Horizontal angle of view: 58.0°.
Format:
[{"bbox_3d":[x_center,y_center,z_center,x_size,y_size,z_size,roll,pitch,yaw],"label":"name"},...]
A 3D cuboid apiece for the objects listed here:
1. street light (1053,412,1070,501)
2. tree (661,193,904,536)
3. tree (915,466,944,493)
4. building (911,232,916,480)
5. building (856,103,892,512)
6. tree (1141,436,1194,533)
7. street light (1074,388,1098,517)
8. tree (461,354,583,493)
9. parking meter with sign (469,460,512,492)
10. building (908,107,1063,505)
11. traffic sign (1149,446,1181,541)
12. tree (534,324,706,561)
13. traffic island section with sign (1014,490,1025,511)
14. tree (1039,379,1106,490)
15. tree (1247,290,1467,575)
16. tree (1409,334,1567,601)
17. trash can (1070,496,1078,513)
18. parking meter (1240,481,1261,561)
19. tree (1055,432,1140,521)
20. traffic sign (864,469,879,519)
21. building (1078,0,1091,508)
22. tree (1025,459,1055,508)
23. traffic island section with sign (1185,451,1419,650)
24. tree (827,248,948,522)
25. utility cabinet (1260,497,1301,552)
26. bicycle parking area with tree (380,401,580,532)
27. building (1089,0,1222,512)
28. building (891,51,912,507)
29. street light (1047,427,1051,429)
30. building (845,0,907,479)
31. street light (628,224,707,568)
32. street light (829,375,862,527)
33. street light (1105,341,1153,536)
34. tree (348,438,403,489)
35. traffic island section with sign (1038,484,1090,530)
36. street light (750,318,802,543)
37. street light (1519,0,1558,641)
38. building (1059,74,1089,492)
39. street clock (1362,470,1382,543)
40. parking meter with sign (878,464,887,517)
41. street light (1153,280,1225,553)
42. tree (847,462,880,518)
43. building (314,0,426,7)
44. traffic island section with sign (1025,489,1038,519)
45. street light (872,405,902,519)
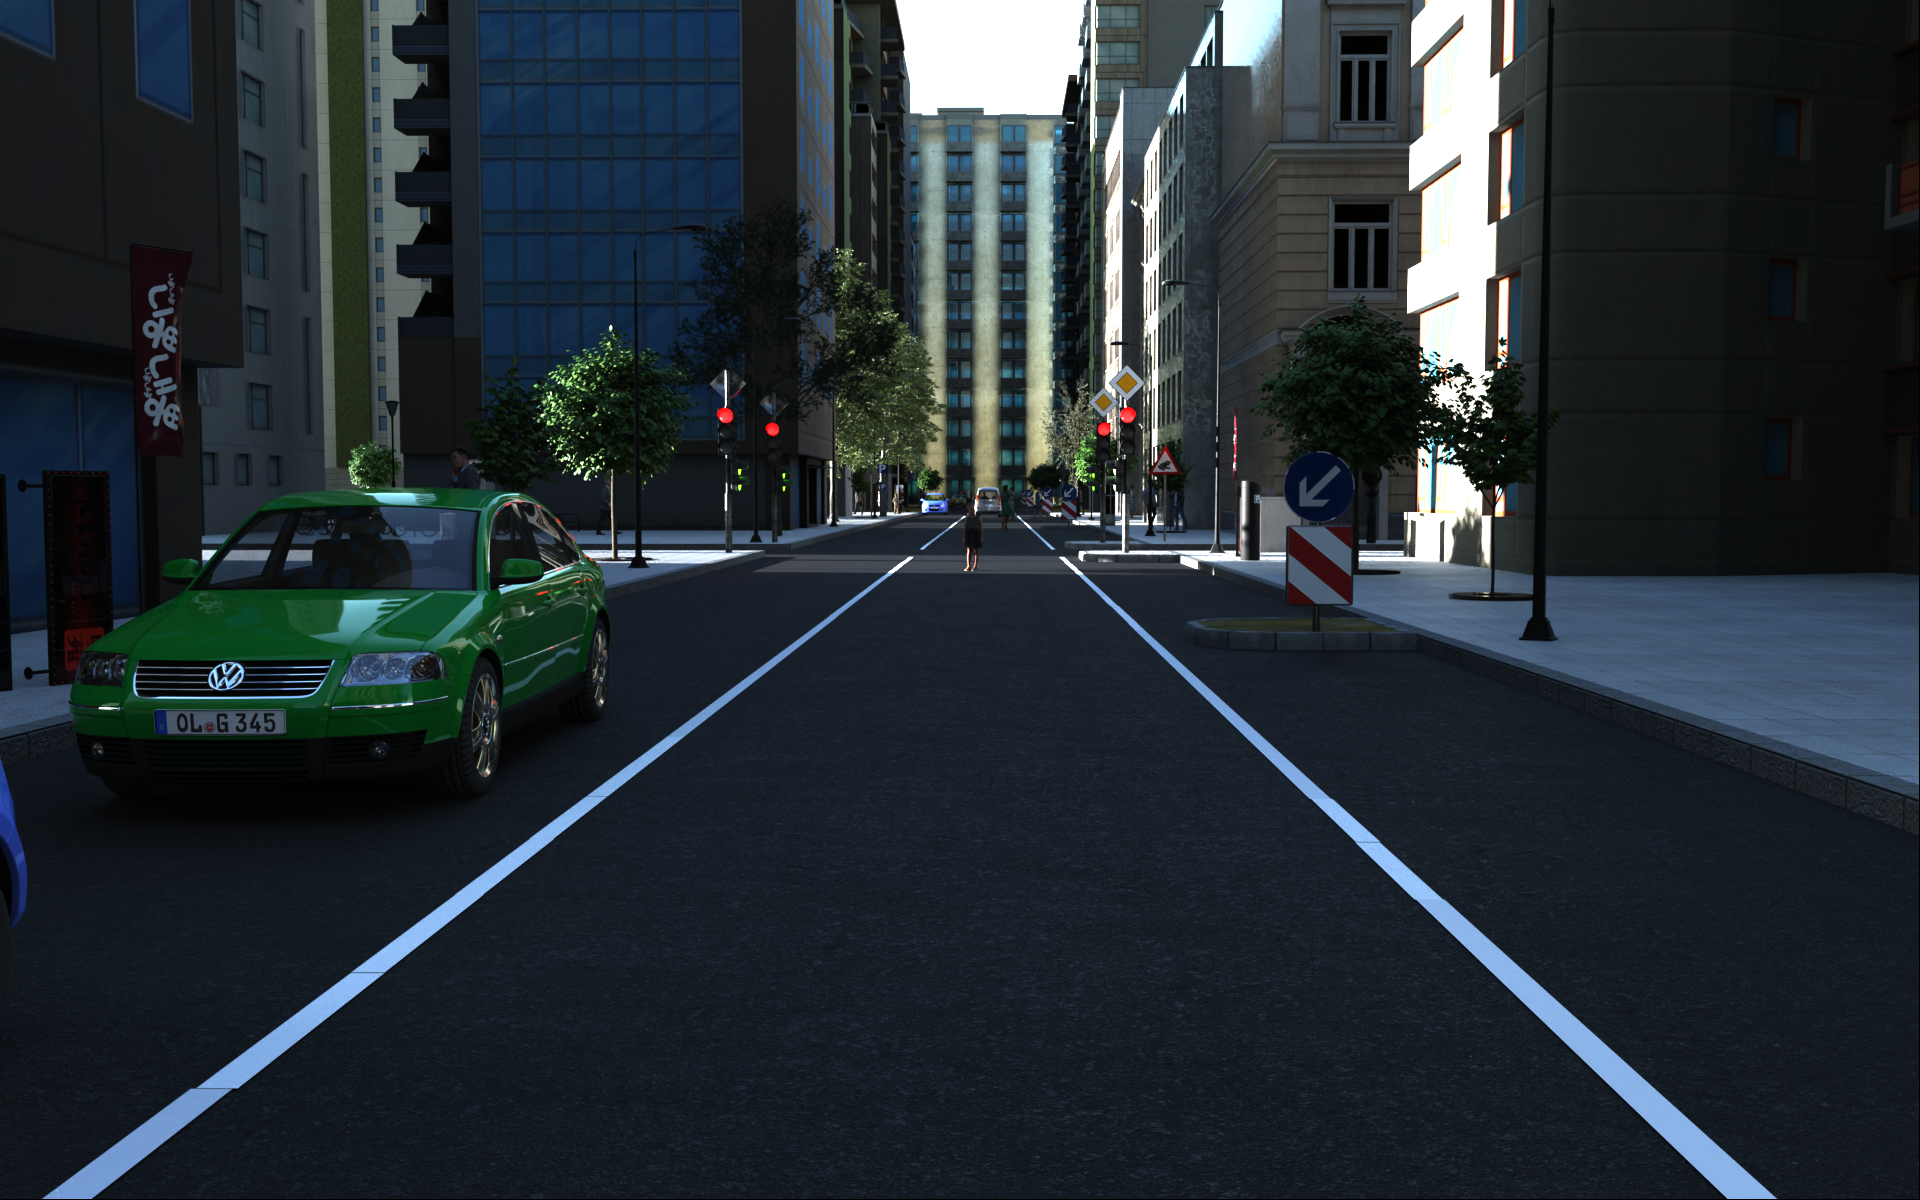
[{"bbox_3d":[6.185,-7.669,97.931,1.470,5.913,1.316,0,4,1],"label":"street light"},{"bbox_3d":[-5.436,-7.250,52.954,8.767,10.594,7.601,1,4,17],"label":"tree"},{"bbox_3d":[-3.442,-13.151,198.739,4.285,4.588,4.351,0,3,0],"label":"tree"},{"bbox_3d":[-11.876,-25.500,188.631,14.107,30.474,14.160,0,4,1],"label":"building"},{"bbox_3d":[-12.501,-21.819,128.438,14.160,30.474,14.107,0,4,1],"label":"building"},{"bbox_3d":[7.020,-3.855,57.628,1.663,3.219,1.824,0,3,0],"label":"tree"},{"bbox_3d":[5.857,-6.313,75.763,1.470,5.913,1.316,0,4,1],"label":"street light"},{"bbox_3d":[-6.069,-1.801,24.053,1.663,3.219,1.824,0,3,0],"label":"tree"},{"bbox_3d":[-10.782,-2.594,38.679,1.738,3.016,0.543,1,4,14],"label":"parking meter with sign"},{"bbox_3d":[0.051,-36.557,217.320,30.456,49.044,23.786,0,4,1],"label":"building"},{"bbox_3d":[5.553,-2.870,46.921,0.884,2.594,0.081,1,4,11],"label":"traffic sign"},{"bbox_3d":[-6.635,-3.052,33.617,4.285,4.588,4.351,0,3,0],"label":"tree"},{"bbox_3d":[5.809,-8.498,147.567,1.989,1.847,2.006,0,4,1],"label":"traffic island section with sign"},{"bbox_3d":[7.178,-9.774,110.164,4.360,8.622,3.978,0,3,0],"label":"tree"},{"bbox_3d":[6.379,-2.715,28.102,4.285,4.588,4.351,0,3,0],"label":"tree"},{"bbox_3d":[6.585,-1.617,21.038,1.663,3.219,1.824,0,3,0],"label":"tree"},{"bbox_3d":[6.791,-5.625,103.629,0.748,1.137,0.748,0,3,0],"label":"trash can"},{"bbox_3d":[5.618,-1.534,33.500,0.372,1.533,0.369,0,3,0],"label":"parking meter"},{"bbox_3d":[6.962,-6.065,82.869,4.285,4.588,4.351,0,3,0],"label":"tree"},{"bbox_3d":[-4.513,-5.391,88.242,0.768,2.556,0.104,1,4,9],"label":"traffic sign"},{"bbox_3d":[21.613,-32.435,149.916,23.786,49.044,30.456,0,4,1],"label":"building"},{"bbox_3d":[8.100,-10.906,162.021,4.285,4.588,4.351,0,3,0],"label":"tree"},{"bbox_3d":[3.235,-0.502,16.836,1.989,1.847,2.006,0,4,1],"label":"traffic island section with sign"},{"bbox_3d":[-6.074,-9.912,80.192,7.486,12.596,7.792,0,3,0],"label":"tree"},{"bbox_3d":[7.015,-1.658,38.276,1.020,1.237,0.306,-1,4,-17],"label":"utility cabinet"},{"bbox_3d":[-16.870,-4.212,55.862,9.016,4.147,8.231,2,4,29],"label":"bicycle parking area with tree"},{"bbox_3d":[16.563,-27.182,128.019,14.154,41.232,14.086,0,4,1],"label":"building"},{"bbox_3d":[-12.123,-31.927,172.116,14.600,45.320,14.200,0,4,1],"label":"building"},{"bbox_3d":[6.660,-9.025,120.095,1.470,5.913,1.316,0,4,1],"label":"street light"},{"bbox_3d":[-16.080,-30.330,150.520,22.147,44.769,28.867,0,4,1],"label":"building"},{"bbox_3d":[-5.047,-3.510,29.925,1.470,5.913,1.316,0,4,1],"label":"street light"},{"bbox_3d":[-4.422,-5.834,67.928,1.470,5.913,1.316,0,4,1],"label":"street light"},{"bbox_3d":[5.277,-4.910,52.817,1.470,5.913,1.316,0,4,1],"label":"street light"},{"bbox_3d":[-34.494,-7.239,102.074,4.285,4.588,4.351,0,3,0],"label":"tree"},{"bbox_3d":[4.303,-3.797,70.703,1.989,1.847,2.006,0,4,1],"label":"traffic island section with sign"},{"bbox_3d":[-4.873,-4.478,45.763,1.470,5.913,1.316,0,4,1],"label":"street light"},{"bbox_3d":[4.558,-2.603,15.104,1.470,5.913,1.316,0,4,1],"label":"street light"},{"bbox_3d":[21.669,-32.118,179.754,22.147,44.769,28.867,0,4,1],"label":"building"},{"bbox_3d":[10.701,-2.474,45.028,0.471,2.002,0.358,3,4,37],"label":"street clock"},{"bbox_3d":[-4.422,-6.283,98.994,0.543,3.016,1.738,0,4,-4],"label":"parking meter with sign"},{"bbox_3d":[5.082,-3.985,37.694,1.470,5.913,1.316,0,4,1],"label":"street light"},{"bbox_3d":[-5.201,-5.954,91.951,1.663,3.219,1.824,0,3,0],"label":"tree"},{"bbox_3d":[-61.357,-39.355,185.452,28.212,58.520,21.231,0,4,1],"label":"building"},{"bbox_3d":[4.840,-5.496,98.481,1.989,1.847,2.006,0,4,1],"label":"traffic island section with sign"},{"bbox_3d":[-3.904,-7.190,90.092,1.470,5.913,1.316,0,4,1],"label":"street light"}]
